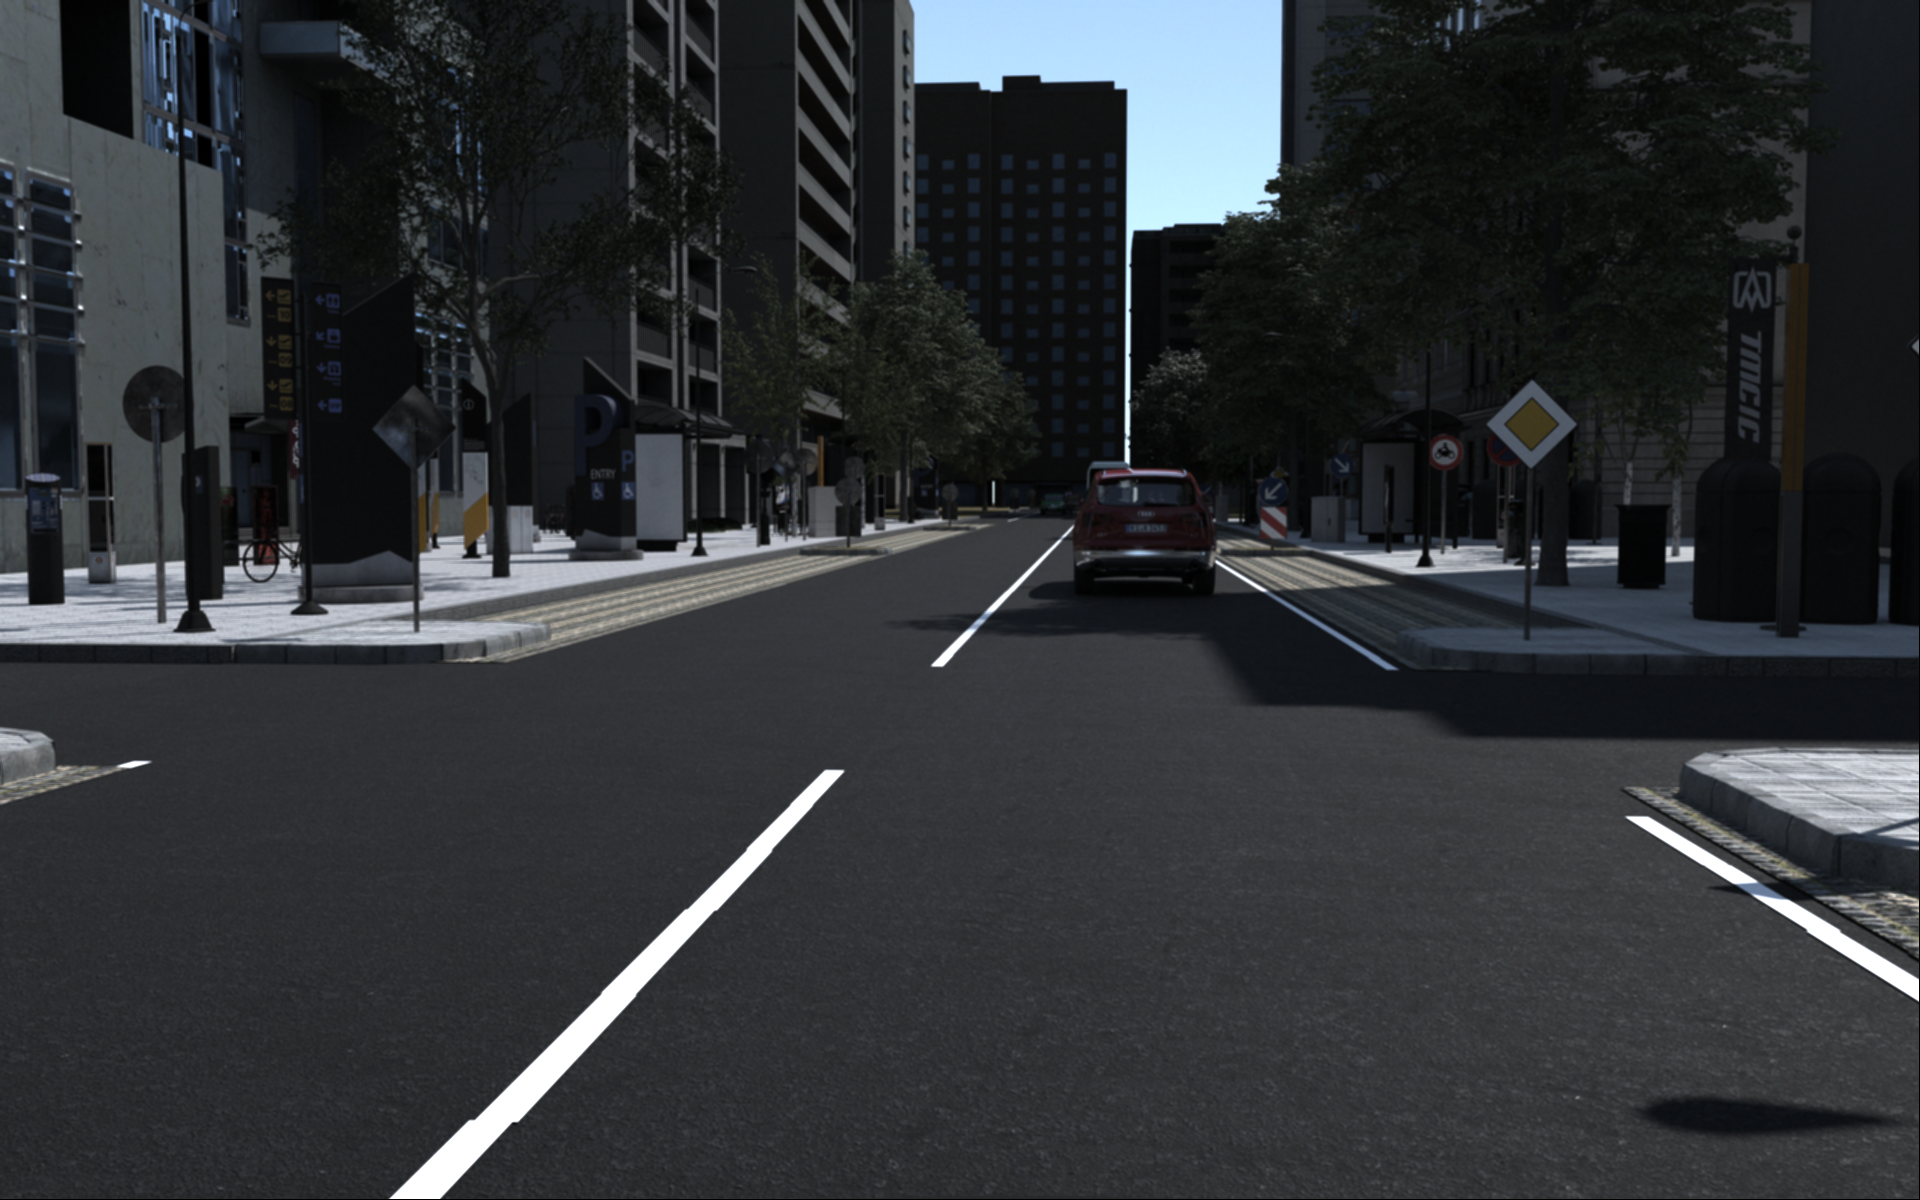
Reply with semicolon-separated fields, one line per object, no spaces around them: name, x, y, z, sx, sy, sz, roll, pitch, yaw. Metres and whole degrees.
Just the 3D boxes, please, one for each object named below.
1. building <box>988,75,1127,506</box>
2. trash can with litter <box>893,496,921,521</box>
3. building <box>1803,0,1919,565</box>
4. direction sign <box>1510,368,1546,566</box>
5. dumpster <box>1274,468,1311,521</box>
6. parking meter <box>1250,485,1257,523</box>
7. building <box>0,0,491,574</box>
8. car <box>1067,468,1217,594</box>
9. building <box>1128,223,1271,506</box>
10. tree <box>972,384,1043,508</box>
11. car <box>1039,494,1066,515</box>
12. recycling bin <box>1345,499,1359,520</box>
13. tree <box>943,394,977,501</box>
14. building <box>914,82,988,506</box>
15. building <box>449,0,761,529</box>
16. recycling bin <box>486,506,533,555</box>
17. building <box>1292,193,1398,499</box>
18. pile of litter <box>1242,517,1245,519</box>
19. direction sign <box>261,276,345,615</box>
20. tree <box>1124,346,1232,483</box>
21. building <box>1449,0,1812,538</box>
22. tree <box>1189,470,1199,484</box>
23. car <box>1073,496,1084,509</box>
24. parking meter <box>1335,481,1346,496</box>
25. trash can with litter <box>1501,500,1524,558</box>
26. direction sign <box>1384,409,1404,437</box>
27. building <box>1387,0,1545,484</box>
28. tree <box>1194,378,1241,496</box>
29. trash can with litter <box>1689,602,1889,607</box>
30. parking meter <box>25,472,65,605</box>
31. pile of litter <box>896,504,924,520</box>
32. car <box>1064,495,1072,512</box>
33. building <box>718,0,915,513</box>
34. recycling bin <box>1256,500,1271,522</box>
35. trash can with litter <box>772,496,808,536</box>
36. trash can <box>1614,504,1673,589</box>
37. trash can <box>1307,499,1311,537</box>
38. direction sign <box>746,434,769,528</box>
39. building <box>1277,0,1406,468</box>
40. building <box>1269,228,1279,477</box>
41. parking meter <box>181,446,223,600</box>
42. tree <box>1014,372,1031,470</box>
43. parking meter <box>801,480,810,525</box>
building;10.868;-32.938;188.643;14.200;45.320;14.600;0;4;5
trash can with litter;-2.686;-4.445;83.731;1.678;1.210;2.233;2;4;26
building;28.476;-14.274;26.886;24.014;27.812;14.314;0;4;5
direction sign;10.175;-2.392;31.100;0.876;3.537;0.379;-2;4;-31
dumpster;12.564;-3.898;66.230;1.502;2.255;1.985;0;4;5
parking meter;12.878;-4.329;76.487;0.399;1.863;0.255;0;4;1
building;-25.440;-44.384;38.353;22.319;86.520;31.000;0;4;5
car;2.753;-1.081;26.352;2.281;1.827;5.304;0;4;4
building;25.446;-25.452;187.838;14.107;30.474;14.160;0;4;5
tree;3.927;-14.485;162.579;9.928;11.665;9.643;0;3;0
car;6.491;-6.791;119.831;1.959;1.807;4.718;0;4;6
recycling bin;19.261;-4.430;84.977;0.722;1.027;0.722;-1;4;-20
tree;-0.668;-9.512;105.879;4.737;8.622;4.395;0;3;0
building;-3.353;-32.963;189.063;14.200;45.320;14.600;0;4;5
building;-19.077;-38.771;72.150;20.563;71.187;20.611;0;4;5
recycling bin;-9.644;-1.500;37.073;0.722;1.027;0.722;2;4;32
building;37.108;-16.384;112.924;27.650;21.520;28.899;0;4;5
pile of litter;14.993;-4.498;87.505;1.176;0.858;1.719;-1;4;-22
direction sign;-6.958;-1.616;18.419;0.379;3.537;0.876;3;5;43
tree;19.036;-14.892;150.146;9.857;13.997;8.962;0;3;0
building;23.765;-11.900;59.187;10.561;19.102;19.286;0;4;5
tree;17.939;-8.595;135.123;1.663;3.219;1.824;0;3;0
car;10.002;-8.657;153.899;2.083;1.381;4.827;0;4;6
parking meter;16.701;-4.302;76.053;0.399;1.863;0.255;-2;4;-25
trash can with litter;11.154;-1.436;34.873;0.624;1.170;1.055;1;4;11
direction sign;11.664;-3.342;46.637;0.876;3.537;0.379;-3;5;-40
building;27.730;-17.895;78.488;13.634;28.700;20.117;0;4;5
tree;15.591;-9.310;102.576;4.360;8.622;3.978;0;3;0
trash can with litter;9.720;-0.556;20.147;2.233;1.210;1.678;2;4;24
parking meter;-10.658;-0.719;20.169;0.372;1.533;0.369;0;3;0
pile of litter;-2.545;-4.457;86.840;1.719;0.858;1.176;-1;4;-16
car;8.347;-7.958;142.685;1.945;1.354;3.894;0;4;6
building;-15.521;-32.146;149.285;21.600;48.544;21.300;0;4;5
recycling bin;13.696;-4.053;78.814;0.722;1.027;0.722;-1;4;-19
trash can with litter;-4.895;-2.580;53.241;1.678;1.210;2.233;-3;4;-39
trash can;9.263;-0.726;23.519;0.748;1.137;0.748;0;3;0
trash can;10.570;-2.432;51.419;0.748;1.137;0.748;0;3;0
direction sign;-7.836;-4.526;65.999;0.876;3.537;0.379;3;5;40
building;36.707;-36.616;140.668;21.231;58.520;28.212;0;4;5
building;39.455;-25.344;186.083;14.107;30.474;14.160;0;4;5
parking meter;-9.211;-0.938;21.039;0.399;1.863;0.255;1;4;14
tree;1.834;-13.191;133.800;7.486;12.596;7.792;0;3;0
parking meter;-6.410;-4.051;71.946;0.255;1.863;0.399;1;4;16
